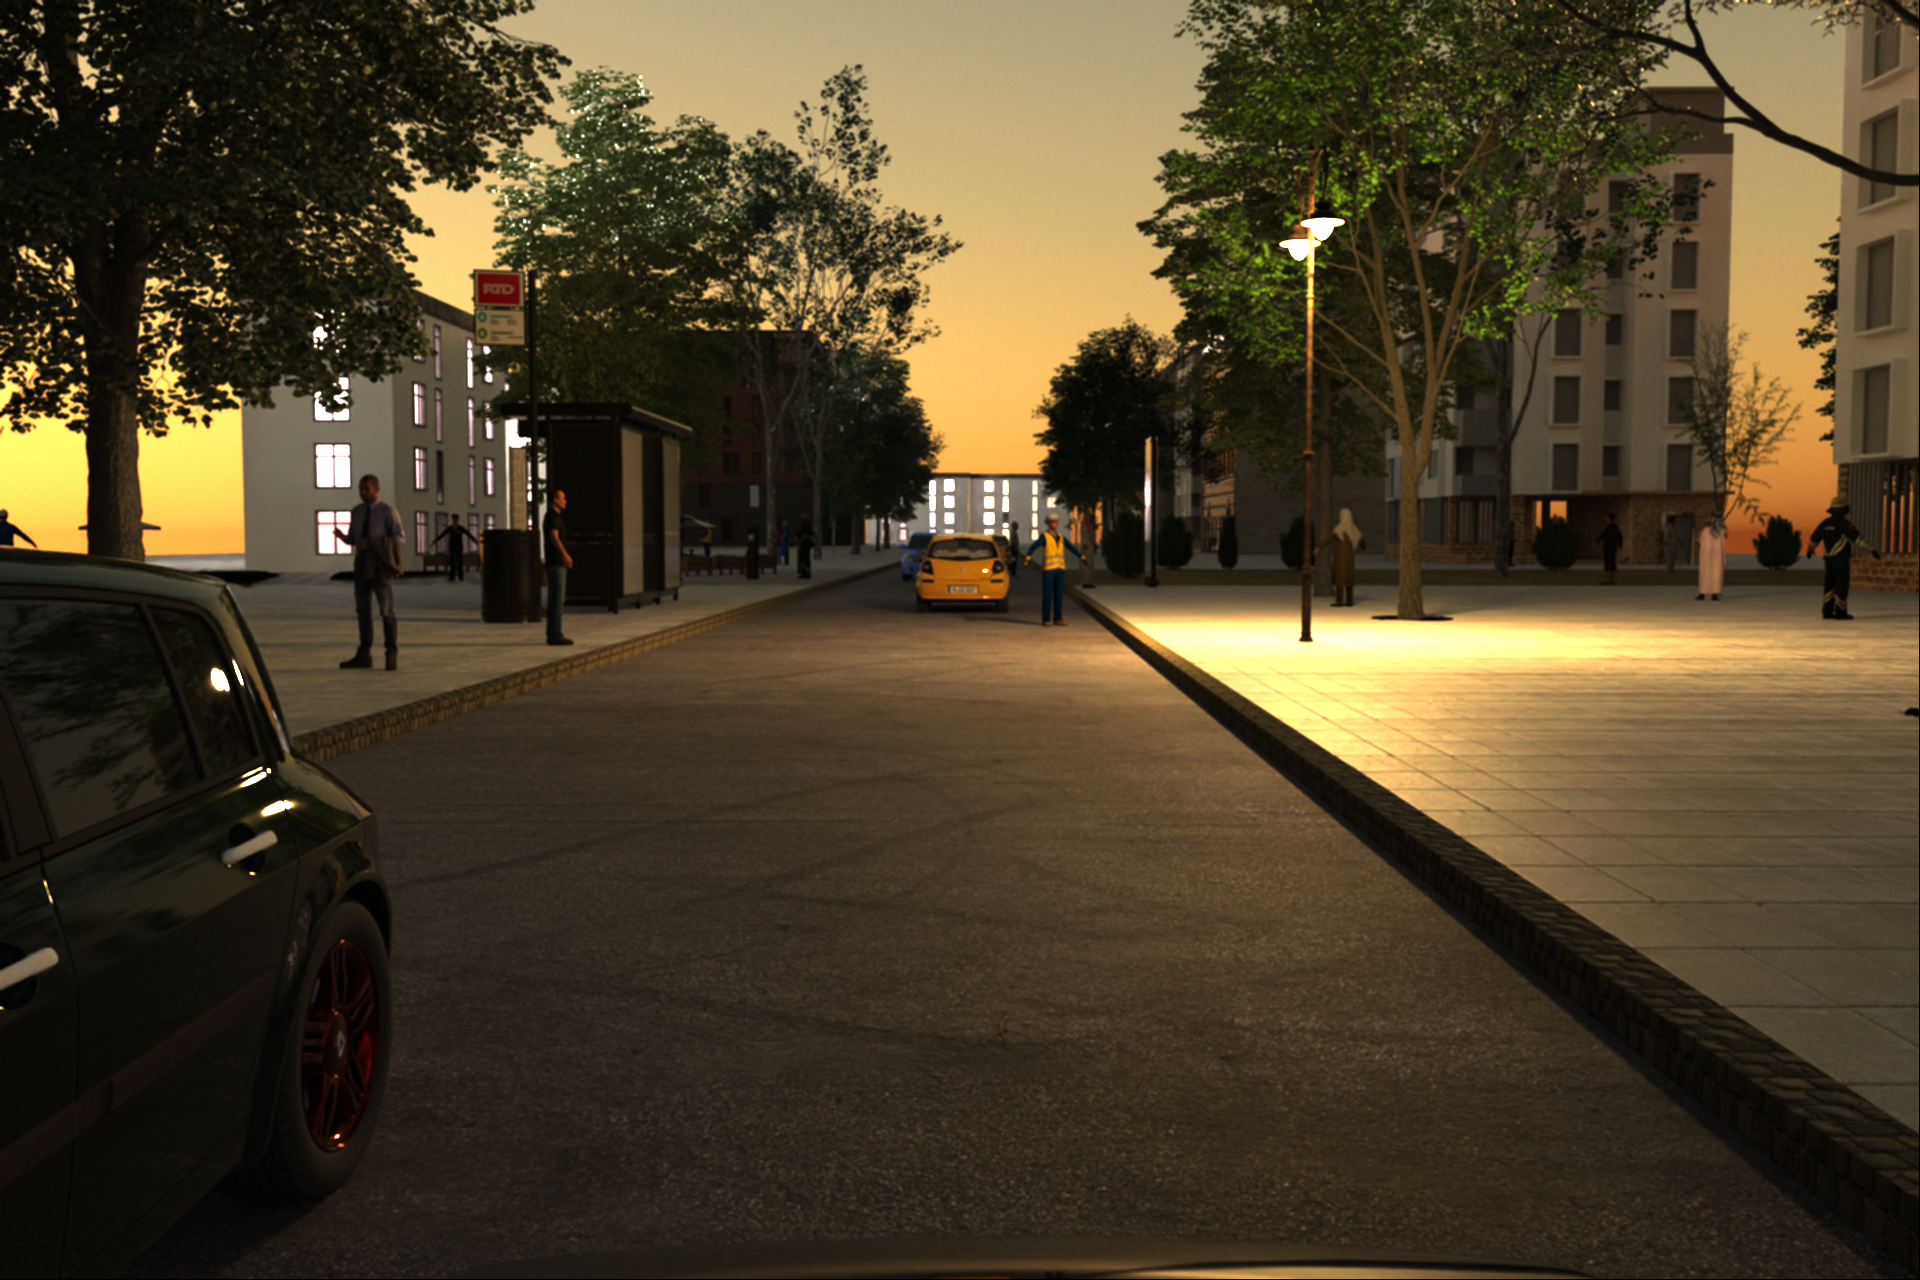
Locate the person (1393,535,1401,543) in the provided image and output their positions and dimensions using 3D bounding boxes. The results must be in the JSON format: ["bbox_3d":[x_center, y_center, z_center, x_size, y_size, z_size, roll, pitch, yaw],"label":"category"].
[{"bbox_3d":[17.331,-3.708,67.421,1.217,1.733,0.721,-2,4,-30],"label":"person"}]

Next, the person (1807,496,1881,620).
[{"bbox_3d":[13.221,-1.235,26.054,0.704,1.845,1.351,-1,4,-18],"label":"person"}]

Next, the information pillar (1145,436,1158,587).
[{"bbox_3d":[4.686,-3.128,42.456,0.184,3.620,1.656,0,4,2],"label":"information pillar"}]

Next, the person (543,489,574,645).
[{"bbox_3d":[-4.653,-0.847,20.073,0.705,1.803,1.348,-1,4,-16],"label":"person"}]

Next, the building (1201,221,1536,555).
[{"bbox_3d":[26.544,-17.420,115.738,19.493,23.208,18.063,0,4,1],"label":"building"}]

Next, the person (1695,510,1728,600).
[{"bbox_3d":[14.609,-1.645,33.606,0.551,1.740,0.621,0,4,-1],"label":"person"}]

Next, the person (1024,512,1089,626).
[{"bbox_3d":[1.492,-1.105,26.983,1.216,1.772,0.721,-2,4,-32],"label":"person"}]

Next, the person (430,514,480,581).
[{"bbox_3d":[-13.826,-2.541,47.473,1.347,1.837,0.705,0,4,-4],"label":"person"}]

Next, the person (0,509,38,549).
[{"bbox_3d":[-21.449,-2.019,38.886,1.347,1.842,0.705,-2,4,-25],"label":"person"}]

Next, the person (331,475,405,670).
[{"bbox_3d":[-5.605,-0.636,16.304,0.709,1.838,0.599,1,4,17],"label":"person"}]

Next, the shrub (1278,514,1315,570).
[{"bbox_3d":[12.111,-3.486,61.411,1.690,2.028,1.600,0,3,0],"label":"shrub"}]

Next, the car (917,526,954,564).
[{"bbox_3d":[-0.145,-2.132,45.080,2.015,1.641,3.980,0,4,1],"label":"car"}]

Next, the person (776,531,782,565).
[{"bbox_3d":[-7.654,-3.864,72.446,0.991,1.433,0.599,3,5,43],"label":"person"}]

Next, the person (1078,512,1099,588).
[{"bbox_3d":[3.065,-2.145,41.223,0.704,1.811,1.347,1,4,17],"label":"person"}]

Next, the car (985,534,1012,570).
[{"bbox_3d":[1.298,-3.656,69.998,2.015,1.641,3.980,0,4,1],"label":"car"}]

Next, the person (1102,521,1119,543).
[{"bbox_3d":[5.696,-3.440,62.516,1.348,1.796,0.705,3,5,44],"label":"person"}]

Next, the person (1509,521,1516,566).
[{"bbox_3d":[21.939,-3.836,68.848,0.705,1.813,1.348,1,4,15],"label":"person"}]

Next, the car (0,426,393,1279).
[{"bbox_3d":[-2.210,0.451,2.407,2.009,1.686,4.222,0,4,1],"label":"car"}]

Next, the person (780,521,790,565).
[{"bbox_3d":[-7.186,-3.979,71.186,0.704,1.817,1.347,0,4,4],"label":"person"}]

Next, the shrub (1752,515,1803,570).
[{"bbox_3d":[29.413,-3.541,62.314,1.690,2.028,1.600,0,3,0],"label":"shrub"}]

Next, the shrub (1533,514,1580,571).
[{"bbox_3d":[21.014,-3.462,61.019,1.690,2.028,1.600,0,3,0],"label":"shrub"}]

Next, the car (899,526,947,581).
[{"bbox_3d":[-0.935,-2.749,54.540,1.945,1.707,3.694,0,4,1],"label":"car"}]

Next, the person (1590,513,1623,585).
[{"bbox_3d":[16.368,-2.296,43.682,1.346,1.812,0.704,-3,4,-38],"label":"person"}]

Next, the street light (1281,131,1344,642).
[{"bbox_3d":[4.125,-2.916,20.467,0.468,5.910,1.993,0,4,1],"label":"street light"}]

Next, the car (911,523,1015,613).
[{"bbox_3d":[0.057,-1.390,32.946,2.015,1.641,3.980,0,4,0],"label":"car"}]

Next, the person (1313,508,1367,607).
[{"bbox_3d":[6.748,-1.462,30.679,1.217,1.736,0.721,-2,4,-30],"label":"person"}]

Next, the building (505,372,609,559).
[{"bbox_3d":[-24.869,-9.894,103.919,9.099,9.664,28.070,0,4,1],"label":"building"}]

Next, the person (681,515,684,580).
[{"bbox_3d":[-7.818,-2.554,47.908,0.704,1.843,1.345,0,4,-6],"label":"person"}]

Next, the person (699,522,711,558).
[{"bbox_3d":[-11.539,-4.453,78.778,0.705,1.833,1.349,1,4,10],"label":"person"}]

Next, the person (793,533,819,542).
[{"bbox_3d":[-7.094,-4.473,79.316,1.347,1.806,0.705,-2,4,-35],"label":"person"}]

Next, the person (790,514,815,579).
[{"bbox_3d":[-4.479,-2.695,49.837,0.705,1.856,1.354,-2,4,-34],"label":"person"}]

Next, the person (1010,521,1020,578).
[{"bbox_3d":[1.818,-2.963,56.762,0.705,1.847,1.347,0,4,1],"label":"person"}]

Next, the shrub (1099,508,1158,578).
[{"bbox_3d":[4.932,-2.846,50.569,1.661,2.075,1.752,0,3,0],"label":"shrub"}]

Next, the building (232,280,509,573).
[{"bbox_3d":[-23.101,-7.904,71.370,9.099,9.664,28.070,0,4,0],"label":"building"}]

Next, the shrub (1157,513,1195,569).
[{"bbox_3d":[7.723,-3.605,62.979,1.661,2.075,1.752,0,3,0],"label":"shrub"}]

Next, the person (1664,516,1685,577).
[{"bbox_3d":[21.249,-2.781,51.653,0.705,1.806,1.347,3,5,43],"label":"person"}]

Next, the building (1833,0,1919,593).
[{"bbox_3d":[25.676,-11.131,38.417,16.016,20.090,11.380,0,4,1],"label":"building"}]
